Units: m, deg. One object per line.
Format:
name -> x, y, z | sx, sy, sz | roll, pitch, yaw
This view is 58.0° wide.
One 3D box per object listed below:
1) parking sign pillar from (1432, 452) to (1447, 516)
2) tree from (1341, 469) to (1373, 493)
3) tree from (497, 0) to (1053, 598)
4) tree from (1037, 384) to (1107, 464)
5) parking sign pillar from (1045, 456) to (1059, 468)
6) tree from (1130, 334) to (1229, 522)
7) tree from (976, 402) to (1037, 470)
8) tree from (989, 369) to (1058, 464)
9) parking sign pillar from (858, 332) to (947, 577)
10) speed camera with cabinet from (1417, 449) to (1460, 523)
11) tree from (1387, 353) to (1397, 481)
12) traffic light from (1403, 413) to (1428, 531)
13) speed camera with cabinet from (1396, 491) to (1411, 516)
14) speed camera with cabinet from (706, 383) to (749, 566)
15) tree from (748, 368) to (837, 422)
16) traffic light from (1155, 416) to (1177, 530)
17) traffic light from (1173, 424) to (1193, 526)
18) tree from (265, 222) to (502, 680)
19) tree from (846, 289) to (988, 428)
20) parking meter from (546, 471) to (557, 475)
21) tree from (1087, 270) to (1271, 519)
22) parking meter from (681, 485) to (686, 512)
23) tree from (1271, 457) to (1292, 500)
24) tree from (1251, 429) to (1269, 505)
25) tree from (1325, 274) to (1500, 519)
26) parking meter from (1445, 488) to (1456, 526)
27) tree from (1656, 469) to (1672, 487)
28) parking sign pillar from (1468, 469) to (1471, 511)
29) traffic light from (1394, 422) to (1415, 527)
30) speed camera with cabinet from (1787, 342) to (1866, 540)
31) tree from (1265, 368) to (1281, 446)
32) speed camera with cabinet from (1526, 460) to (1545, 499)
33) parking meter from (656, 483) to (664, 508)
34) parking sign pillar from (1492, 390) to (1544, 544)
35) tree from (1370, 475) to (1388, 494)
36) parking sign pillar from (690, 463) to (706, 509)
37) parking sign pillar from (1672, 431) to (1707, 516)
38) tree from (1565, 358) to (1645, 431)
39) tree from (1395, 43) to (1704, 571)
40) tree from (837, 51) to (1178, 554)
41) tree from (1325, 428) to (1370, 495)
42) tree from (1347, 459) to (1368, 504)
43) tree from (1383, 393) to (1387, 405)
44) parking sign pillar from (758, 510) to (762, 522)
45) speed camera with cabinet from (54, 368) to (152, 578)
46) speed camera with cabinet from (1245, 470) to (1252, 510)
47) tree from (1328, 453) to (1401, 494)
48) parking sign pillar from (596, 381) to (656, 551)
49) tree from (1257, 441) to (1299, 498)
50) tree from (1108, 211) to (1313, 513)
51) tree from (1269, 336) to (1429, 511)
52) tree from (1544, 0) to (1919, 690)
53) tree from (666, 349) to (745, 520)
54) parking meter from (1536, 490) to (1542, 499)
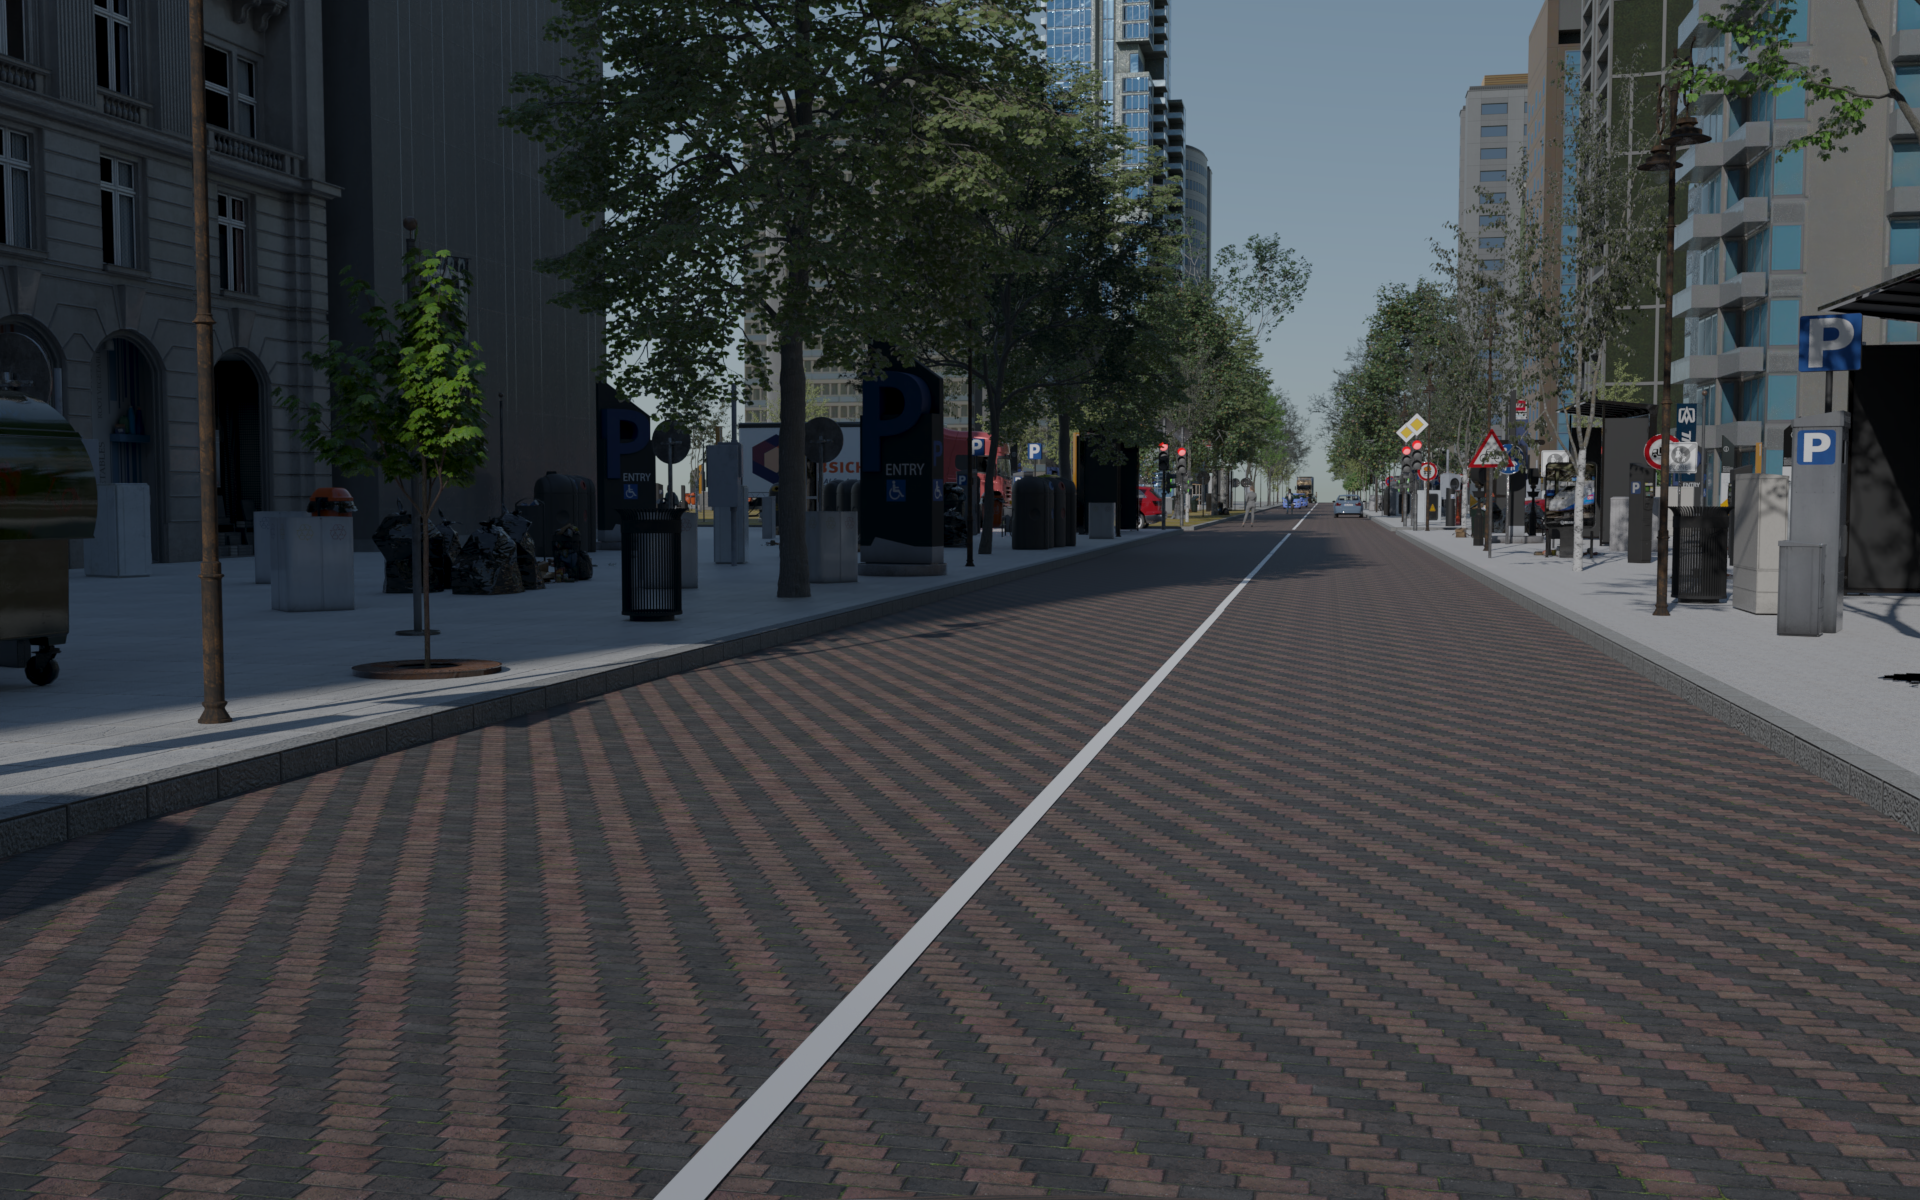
parking sign pillar -> 28.090, -6.967, 102.389 | 1.447, 3.967, 1.447 | 0, 4, -3
tree -> 45.986, -13.136, 198.480 | 4.285, 4.588, 4.351 | 0, 3, 0
tree -> -1.721, -6.293, 21.013 | 7.486, 12.596, 7.792 | 0, 3, 0
tree -> 7.944, -9.650, 108.140 | 4.737, 8.622, 4.395 | 0, 3, 0
parking sign pillar -> 6.786, -8.290, 124.018 | 1.447, 3.967, 1.447 | 0, 4, -8
tree -> 10.212, -7.883, 79.245 | 4.360, 8.622, 3.978 | 0, 3, 0
tree -> 3.625, -10.098, 115.460 | 4.737, 8.622, 4.395 | 0, 3, 0
tree -> 3.029, -8.748, 93.387 | 4.360, 8.622, 3.978 | 0, 3, 0
parking sign pillar -> -0.925, -2.384, 27.457 | 1.447, 3.967, 1.447 | 2, 4, 26
speed camera with cabinet -> 21.089, -5.016, 76.347 | 2.038, 3.252, 0.660 | -2, 4, -27
tree -> 15.442, -6.216, 51.988 | 4.360, 8.622, 3.978 | 0, 3, 0
traffic light -> 15.852, -4.364, 60.266 | 0.839, 4.253, 0.868 | 1, 4, 12
speed camera with cabinet -> 26.118, -6.430, 99.466 | 2.038, 3.252, 0.660 | 1, 4, 14
speed camera with cabinet -> -4.234, -2.278, 31.575 | 0.660, 3.252, 2.038 | 0, 4, -2
tree -> -9.788, -9.176, 100.391 | 4.737, 8.622, 4.395 | 0, 3, 0
traffic light -> 7.325, -4.472, 62.045 | 0.839, 4.253, 0.868 | 1, 4, 12
traffic light -> 8.976, -4.950, 69.858 | 0.839, 4.253, 0.868 | 1, 4, 12
tree -> -3.814, -1.094, 12.496 | 1.663, 3.219, 1.824 | 0, 3, 0
tree -> -1.583, -6.552, 57.484 | 4.360, 8.622, 3.978 | 0, 3, 0
parking meter -> -10.477, -2.369, 44.447 | 0.255, 1.863, 0.399 | -1, 4, -17
tree -> 11.309, -10.527, 89.132 | 9.611, 12.733, 9.660 | 0, 3, 0
parking meter -> -17.890, -6.500, 111.983 | 0.255, 1.863, 0.399 | 0, 4, -2
tree -> 50.781, -19.896, 275.654 | 4.360, 8.622, 3.978 | 0, 3, 0
tree -> 35.021, -17.423, 195.230 | 12.009, 13.543, 11.850 | 0, 3, 0
tree -> 23.830, -10.619, 90.630 | 9.611, 12.733, 9.660 | 0, 3, 0
parking meter -> 19.458, -3.687, 68.700 | 0.372, 1.533, 0.369 | 0, 3, 0
tree -> 44.325, -7.885, 112.636 | 4.285, 4.588, 4.351 | 0, 3, 0
parking sign pillar -> 39.171, -8.749, 131.513 | 1.447, 3.967, 1.447 | 3, 5, 41
traffic light -> 17.503, -4.842, 68.080 | 0.839, 4.253, 0.868 | 1, 4, 12
speed camera with cabinet -> 11.372, -1.766, 23.207 | 0.660, 3.252, 2.038 | -1, 4, -12
tree -> 15.588, -11.350, 103.696 | 7.486, 12.596, 7.792 | 0, 3, 0
speed camera with cabinet -> 33.998, -6.552, 101.459 | 2.038, 3.252, 0.660 | -3, 4, -38
parking meter -> -15.813, -5.225, 91.147 | 0.255, 1.863, 0.399 | 3, 5, 40
parking sign pillar -> 14.585, -3.480, 45.374 | 1.447, 3.967, 1.447 | 1, 4, 16
tree -> 35.167, -9.129, 143.862 | 1.663, 3.219, 1.824 | 0, 3, 0
parking sign pillar -> -22.399, -9.758, 148.021 | 1.447, 3.967, 1.447 | 1, 4, 18
parking sign pillar -> 30.931, -5.198, 73.464 | 1.447, 3.967, 1.447 | 3, 5, 41
tree -> 34.811, -8.731, 93.113 | 4.737, 8.622, 4.395 | 0, 3, 0
tree -> 10.211, -4.798, 28.807 | 4.360, 8.622, 3.978 | 0, 3, 0
tree -> 0.841, -6.246, 36.532 | 7.601, 10.594, 8.767 | 2, 4, 23
tree -> 51.456, -18.828, 225.956 | 7.486, 12.596, 7.792 | 0, 3, 0
tree -> 41.860, -14.031, 179.770 | 4.737, 8.622, 4.395 | 0, 3, 0
tree -> 22.202, -8.073, 82.357 | 4.360, 8.622, 3.978 | 0, 3, 0
parking sign pillar -> -8.475, -5.526, 78.830 | 1.447, 3.967, 1.447 | 0, 4, 5
speed camera with cabinet -> -13.498, -2.002, 27.071 | 2.038, 3.252, 0.660 | 2, 4, 34
speed camera with cabinet -> 23.095, -8.842, 138.905 | 0.660, 3.252, 2.038 | 1, 4, 9
tree -> 40.163, -14.164, 165.994 | 8.767, 10.594, 7.601 | 3, 5, 41
parking sign pillar -> -7.682, -3.145, 39.890 | 1.447, 3.967, 1.447 | -2, 4, -35
tree -> 43.059, -17.616, 238.381 | 4.737, 8.622, 4.395 | 0, 3, 0
tree -> 16.534, -15.963, 116.883 | 12.611, 20.169, 13.585 | 0, 3, 0
tree -> 31.035, -13.382, 129.158 | 12.009, 13.543, 11.850 | 0, 3, 0
tree -> 6.779, -5.222, 11.140 | 9.928, 11.665, 9.643 | 0, 3, 0
tree -> -12.979, -8.329, 86.540 | 4.360, 8.622, 3.978 | 0, 3, 0
parking meter -> 39.706, -6.748, 118.735 | 0.372, 1.533, 0.369 | 0, 3, 0
